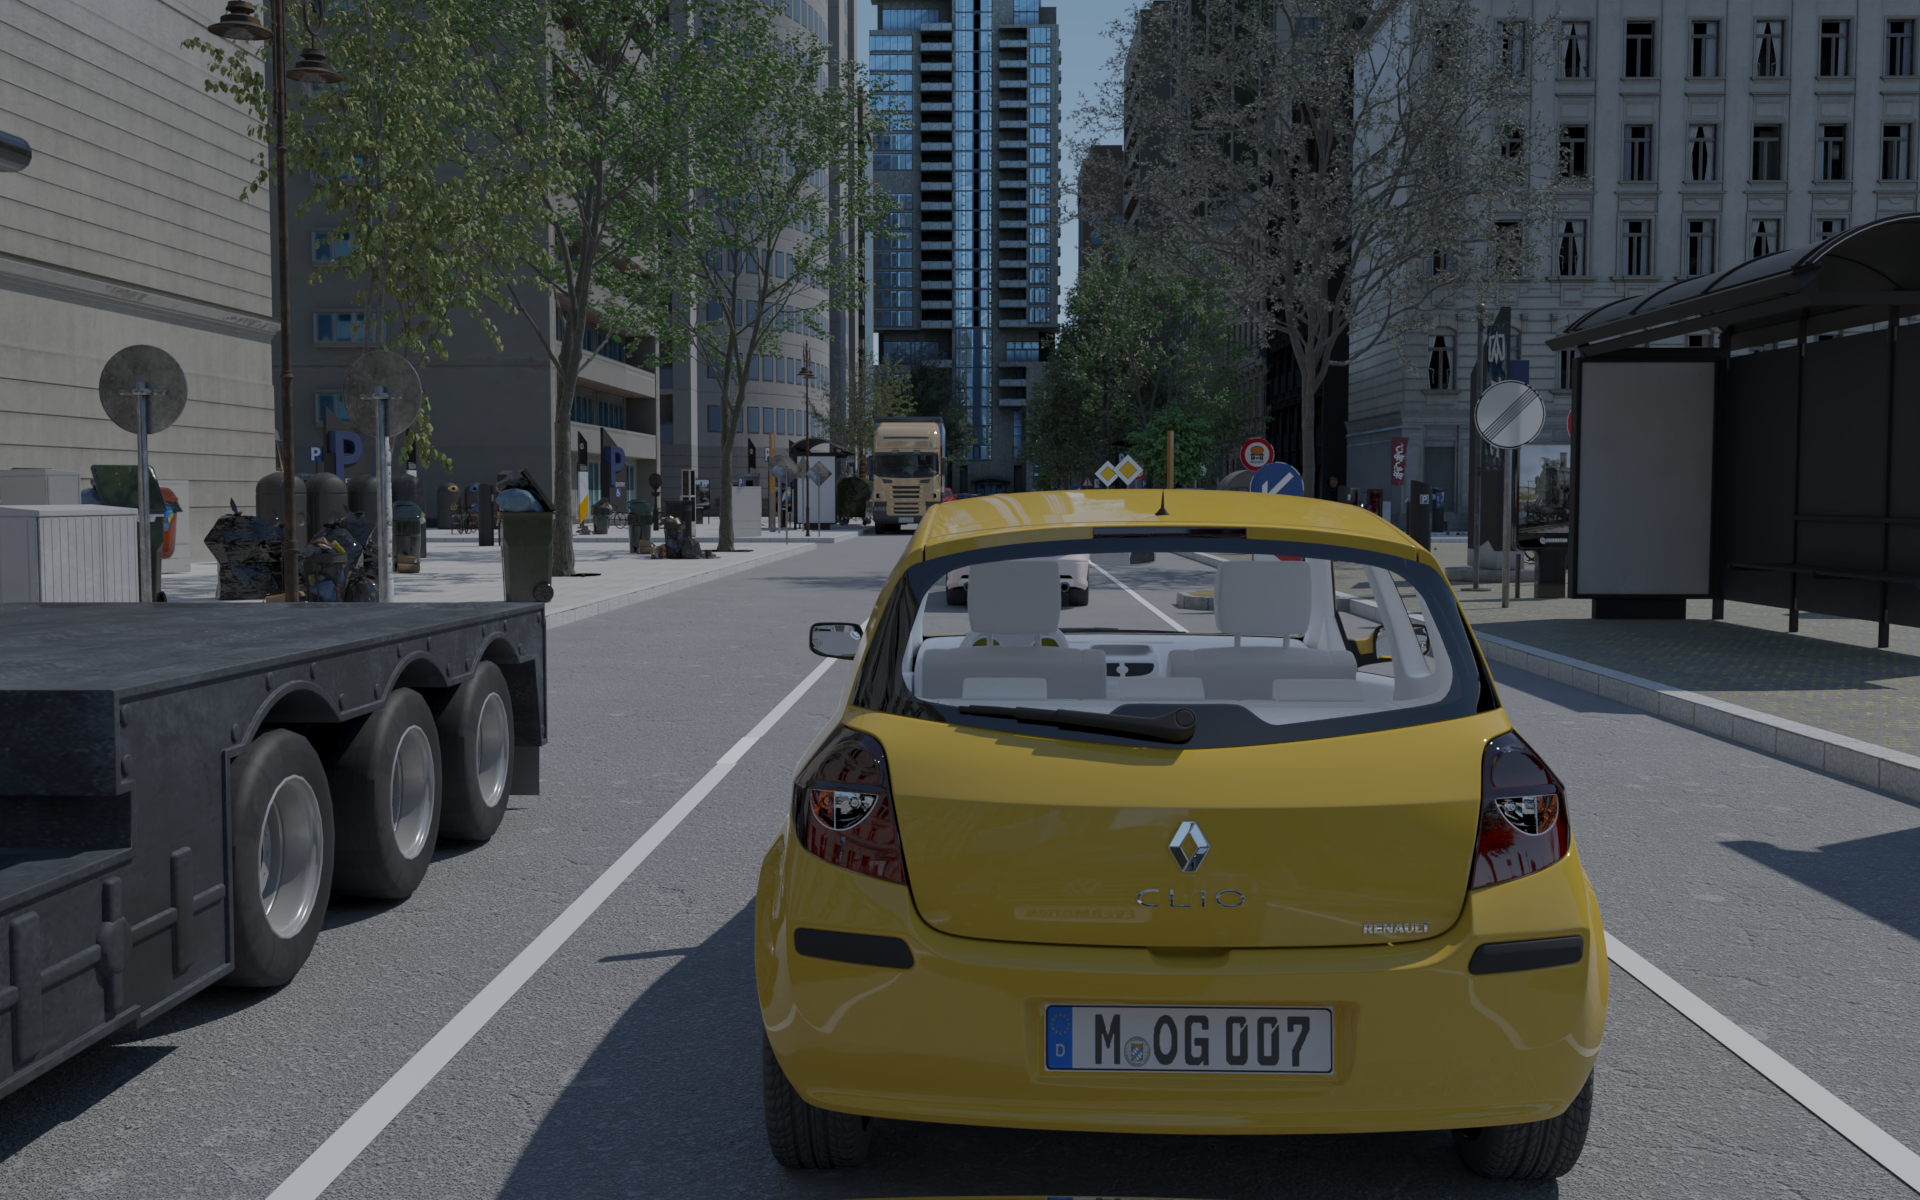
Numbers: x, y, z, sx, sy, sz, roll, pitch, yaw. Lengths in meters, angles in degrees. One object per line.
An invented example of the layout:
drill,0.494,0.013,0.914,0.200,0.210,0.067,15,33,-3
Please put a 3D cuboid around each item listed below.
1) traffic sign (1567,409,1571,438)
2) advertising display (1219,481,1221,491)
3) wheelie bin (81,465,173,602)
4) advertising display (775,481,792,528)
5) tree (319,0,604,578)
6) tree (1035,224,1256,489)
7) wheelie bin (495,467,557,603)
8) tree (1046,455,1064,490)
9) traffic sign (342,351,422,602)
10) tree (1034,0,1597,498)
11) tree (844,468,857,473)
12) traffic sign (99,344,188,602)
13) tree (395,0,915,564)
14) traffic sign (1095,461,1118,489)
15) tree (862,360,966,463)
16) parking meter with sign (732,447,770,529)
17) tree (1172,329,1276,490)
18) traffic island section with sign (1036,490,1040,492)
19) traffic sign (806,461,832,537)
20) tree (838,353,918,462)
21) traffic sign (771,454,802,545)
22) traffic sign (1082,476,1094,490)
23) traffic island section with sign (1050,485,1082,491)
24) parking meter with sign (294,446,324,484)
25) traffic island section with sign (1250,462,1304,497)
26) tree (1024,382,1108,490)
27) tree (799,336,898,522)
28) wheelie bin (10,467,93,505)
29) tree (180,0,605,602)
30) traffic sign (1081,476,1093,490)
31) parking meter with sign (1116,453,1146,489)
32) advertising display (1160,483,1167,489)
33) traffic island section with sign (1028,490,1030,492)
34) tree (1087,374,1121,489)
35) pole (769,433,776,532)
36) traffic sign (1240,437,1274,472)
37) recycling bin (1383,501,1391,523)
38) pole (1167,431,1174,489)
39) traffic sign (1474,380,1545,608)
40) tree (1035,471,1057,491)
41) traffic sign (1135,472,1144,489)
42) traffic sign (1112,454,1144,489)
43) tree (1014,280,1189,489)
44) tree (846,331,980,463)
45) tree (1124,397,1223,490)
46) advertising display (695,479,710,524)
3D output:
traffic sign,7.997,-1.324,21.755,0.768,2.556,0.104,1,4,11
advertising display,13.515,-5.023,87.344,0.974,1.923,0.123,0,4,7
wheelie bin,-9.038,-0.658,18.671,0.693,1.594,0.980,3,5,44
advertising display,-6.794,-3.735,66.283,0.123,1.923,0.974,3,4,37
tree,-6.034,-6.172,26.666,9.928,11.665,9.643,0,3,0
tree,7.538,-8.639,67.010,9.928,11.665,9.643,0,3,0
wheelie bin,-5.155,-0.773,20.539,0.693,1.594,0.980,-1,4,-18
tree,10.650,-15.043,196.316,4.360,8.622,3.978,0,3,0
traffic sign,-5.148,-0.936,15.413,0.768,2.556,0.104,1,4,11
tree,6.595,-7.459,32.332,12.009,13.543,11.850,0,3,0
tree,-6.877,-7.207,112.433,1.663,3.219,1.824,0,3,0
traffic sign,-6.963,-0.897,14.775,0.768,2.556,0.104,0,4,2
tree,-5.022,-6.874,38.145,9.928,11.665,9.643,0,3,0
traffic sign,4.413,-2.944,51.776,0.795,2.450,0.064,0,4,1
tree,-3.125,-11.325,119.583,7.601,10.594,8.767,-1,4,-18
parking meter with sign,-7.761,-4.116,63.552,1.738,3.016,0.543,-2,4,-32
tree,11.816,-7.799,77.882,4.737,8.622,4.395,0,3,0
traffic island section with sign,5.566,-5.806,103.555,1.989,1.847,2.006,0,4,1
traffic sign,-4.229,-2.957,51.983,0.795,2.450,0.064,0,4,1
tree,-4.117,-8.522,89.698,4.737,8.622,4.395,0,3,0
traffic sign,-4.402,-2.468,44.000,0.795,2.450,0.064,0,4,1
traffic sign,8.943,-7.426,121.424,0.884,2.594,0.081,0,4,3
traffic island section with sign,4.973,-4.158,76.607,1.989,1.847,2.006,0,4,1
parking meter with sign,-23.805,-4.064,62.715,0.543,3.016,1.738,1,4,16
traffic island section with sign,3.804,-0.822,22.064,1.989,1.847,2.006,0,4,1
tree,8.969,-13.843,144.462,7.486,12.596,7.792,0,3,0
tree,-5.054,-7.952,80.375,4.360,8.622,3.978,0,3,0
wheelie bin,-11.179,-0.797,20.945,0.693,1.594,0.980,1,4,15
tree,-6.194,-4.212,19.230,4.737,8.622,4.395,0,3,0
traffic sign,9.074,-7.574,123.833,0.884,2.594,0.081,0,4,4
parking meter with sign,7.460,-4.684,72.849,1.738,3.016,0.543,3,4,37
advertising display,10.178,-4.824,84.087,0.974,1.923,0.123,3,4,36
traffic island section with sign,7.246,-10.545,181.045,1.989,1.847,2.006,0,4,1
tree,8.521,-9.102,99.177,4.737,8.622,4.395,0,3,0
pole,-6.307,-3.936,58.201,0.158,3.312,0.155,0,3,0
traffic sign,6.691,-2.385,39.102,0.768,2.556,0.104,0,4,2
recycling bin,14.320,-2.850,59.145,0.722,1.027,0.722,1,4,11
pole,6.784,-3.794,55.875,0.158,3.312,0.155,0,3,0
traffic sign,6.151,-1.183,19.455,0.768,2.556,0.104,0,4,8
tree,10.255,-13.348,201.951,4.285,4.588,4.351,0,3,0
traffic sign,6.357,-3.810,62.395,0.768,2.556,0.104,1,4,10
traffic sign,4.240,-2.456,43.793,0.795,2.450,0.064,0,4,1
tree,7.559,-10.590,90.149,9.611,12.733,9.660,0,3,0
tree,-3.576,-13.486,130.862,12.009,13.543,11.850,0,3,0
tree,7.307,-4.571,58.448,4.285,4.588,4.351,0,3,0
advertising display,-11.125,-4.188,73.687,0.974,1.923,0.123,-1,4,-15
